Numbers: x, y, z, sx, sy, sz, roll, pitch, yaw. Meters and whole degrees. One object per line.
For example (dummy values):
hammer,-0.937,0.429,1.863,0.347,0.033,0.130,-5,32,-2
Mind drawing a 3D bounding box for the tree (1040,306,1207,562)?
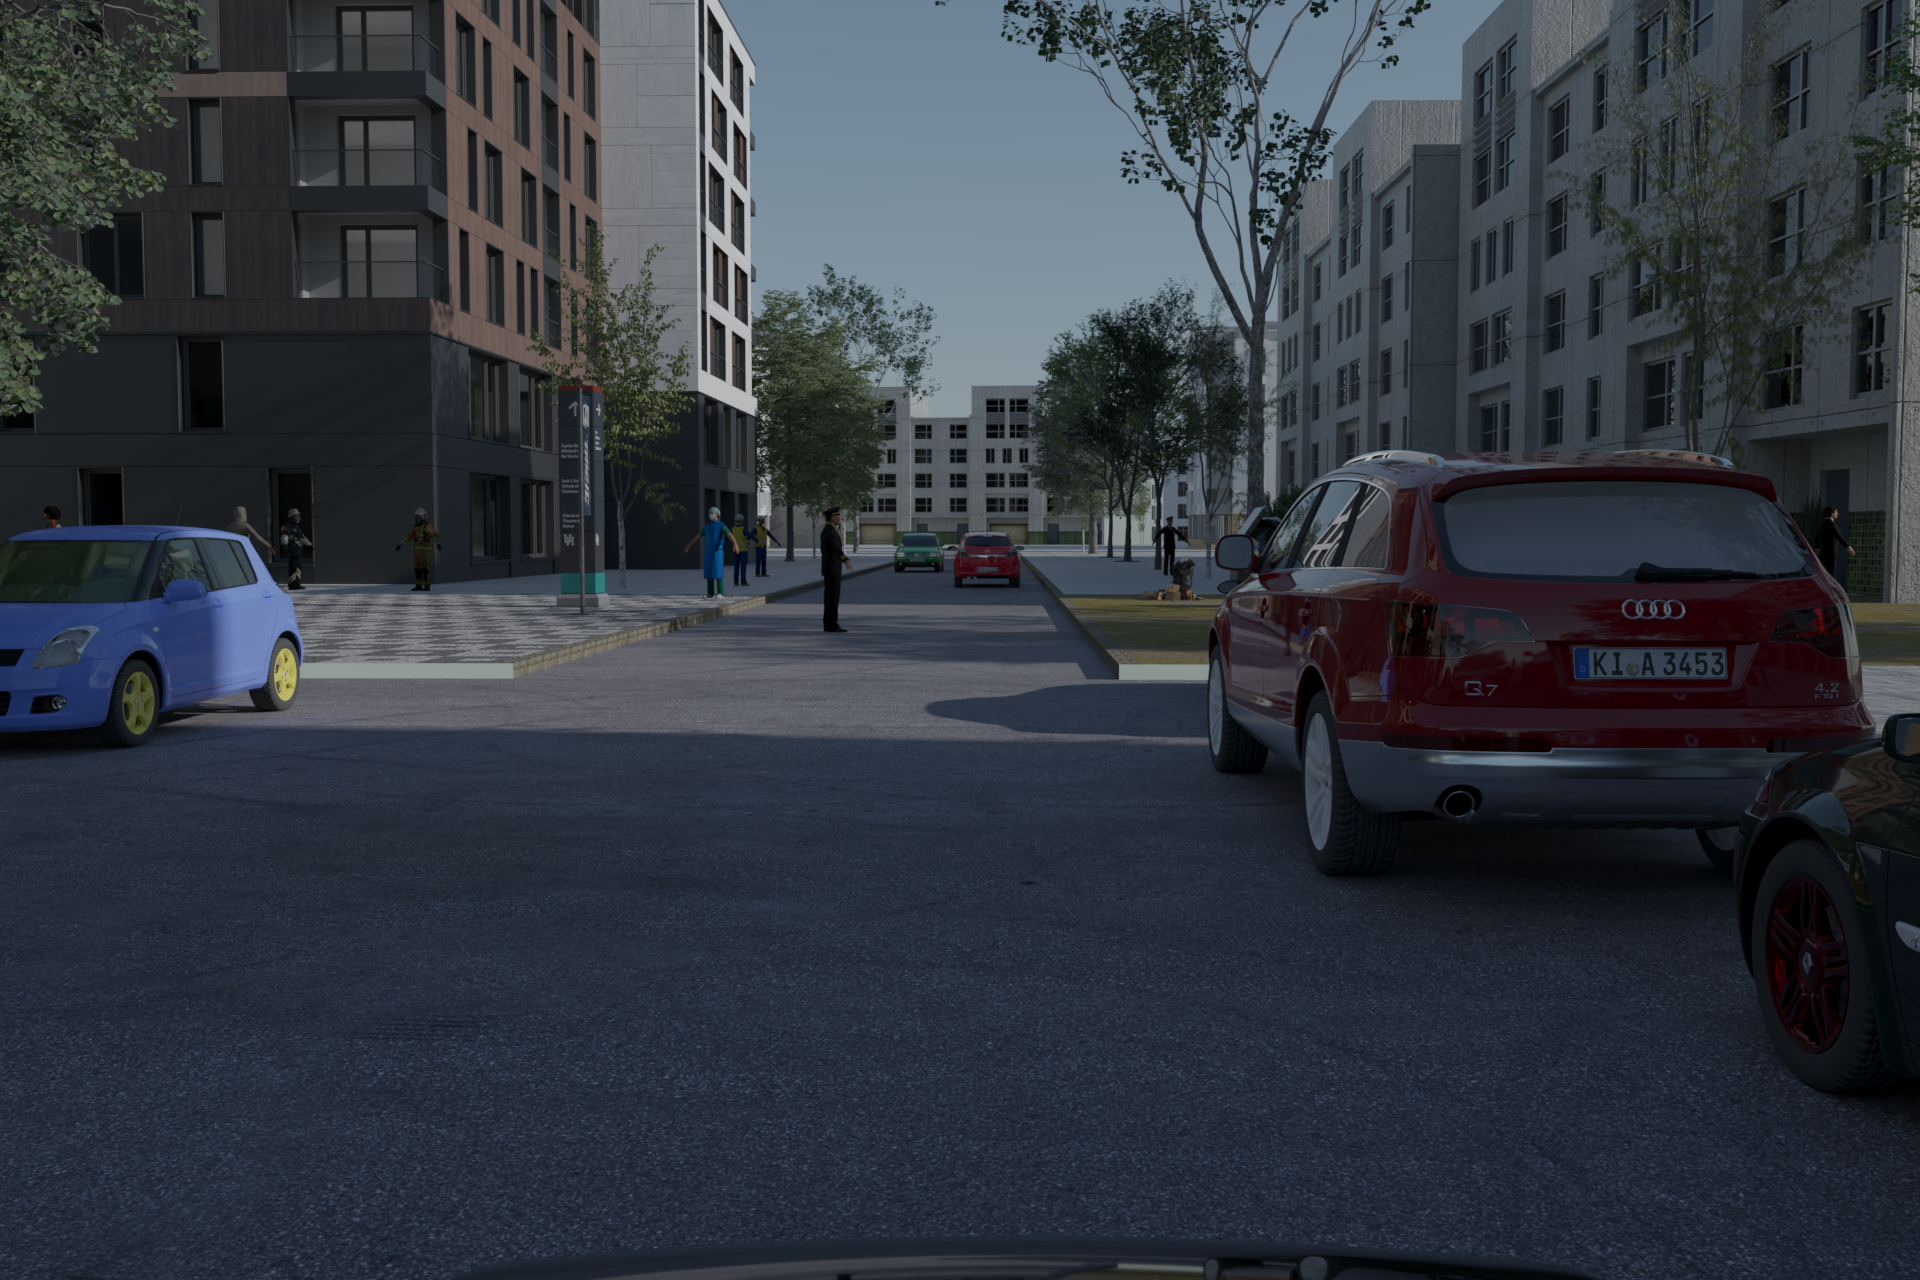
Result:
tree,7.642,-9.403,79.493,9.928,11.665,9.643,0,3,0

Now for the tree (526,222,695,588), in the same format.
tree,-8.064,-5.541,40.961,4.737,8.622,4.395,0,3,0

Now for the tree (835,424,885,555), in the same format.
tree,-7.406,-9.588,107.118,4.360,8.622,3.978,0,3,0

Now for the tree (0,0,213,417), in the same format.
tree,-11.792,-6.666,15.639,9.857,13.997,8.962,0,3,0

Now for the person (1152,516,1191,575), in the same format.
person,6.512,-2.920,53.681,1.347,1.837,0.705,-1,4,-21

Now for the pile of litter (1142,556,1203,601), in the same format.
pile of litter,4.136,-1.215,33.824,1.176,0.858,1.719,0,4,1

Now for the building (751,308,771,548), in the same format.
building,-22.491,-17.628,144.632,16.016,20.090,11.380,0,4,1

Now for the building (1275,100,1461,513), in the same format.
building,25.358,-13.013,79.214,16.747,18.905,31.486,0,4,1

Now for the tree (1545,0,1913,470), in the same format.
tree,9.380,-4.409,22.447,4.360,8.622,3.978,0,3,0

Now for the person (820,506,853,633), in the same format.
person,-1.843,-1.036,25.328,0.705,1.837,1.347,-1,4,-19

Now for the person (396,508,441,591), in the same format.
person,-12.140,-2.032,38.991,1.354,1.858,0.705,2,4,28

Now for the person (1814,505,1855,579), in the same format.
person,16.039,-1.573,31.905,0.705,1.806,1.347,0,4,1

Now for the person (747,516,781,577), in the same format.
person,-5.945,-2.810,51.920,0.705,1.833,1.349,3,5,42

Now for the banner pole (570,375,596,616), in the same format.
banner pole,-5.979,-2.298,27.586,0.401,3.779,0.863,0,4,2

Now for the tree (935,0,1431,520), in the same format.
tree,5.182,-11.157,38.308,12.611,20.169,13.585,0,3,0

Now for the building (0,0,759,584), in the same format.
building,-23.349,-13.216,60.063,27.936,21.610,32.646,0,4,2

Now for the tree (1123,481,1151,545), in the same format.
tree,22.055,-15.790,208.528,4.360,8.622,3.978,0,3,0

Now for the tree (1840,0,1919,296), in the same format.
tree,16.718,-6.021,24.195,9.928,11.665,9.643,0,3,0

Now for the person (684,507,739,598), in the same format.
person,-4.931,-1.743,34.627,1.347,1.817,0.704,2,4,30

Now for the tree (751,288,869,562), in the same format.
tree,-8.098,-9.962,81.000,7.486,12.596,7.792,0,3,0

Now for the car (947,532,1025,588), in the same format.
car,0.727,-2.376,47.890,2.155,1.783,4.494,0,3,0

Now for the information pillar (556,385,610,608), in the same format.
information pillar,-6.661,-2.516,30.514,0.750,3.857,0.750,0,4,3

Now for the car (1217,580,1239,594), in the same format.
car,3.179,-0.133,14.179,2.014,1.417,4.499,0,4,1

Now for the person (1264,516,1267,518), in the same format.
person,7.018,-2.049,40.308,0.721,1.733,1.217,2,4,27

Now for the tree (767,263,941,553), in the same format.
tree,-7.203,-16.177,120.381,12.611,20.169,13.585,0,3,0

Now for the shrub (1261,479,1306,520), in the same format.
shrub,4.562,-1.163,23.434,1.690,2.028,1.600,0,3,0

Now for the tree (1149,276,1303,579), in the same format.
tree,7.040,-6.081,49.792,4.360,8.622,3.978,0,3,0

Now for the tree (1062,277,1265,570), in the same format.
tree,7.376,-7.809,62.097,7.601,10.594,8.767,-3,5,-43

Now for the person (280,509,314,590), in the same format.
person,-15.297,-2.085,39.876,0.705,1.856,1.354,0,4,6

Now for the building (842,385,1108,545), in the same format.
building,2.275,-21.063,213.287,31.486,18.905,16.747,0,4,6

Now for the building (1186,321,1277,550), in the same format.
building,25.493,-18.236,154.577,16.016,20.090,11.380,0,4,1

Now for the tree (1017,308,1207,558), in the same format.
tree,8.241,-11.183,93.215,12.009,13.543,11.850,0,3,0

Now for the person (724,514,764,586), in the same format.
person,-5.421,-2.237,43.032,1.216,1.772,0.721,2,4,25

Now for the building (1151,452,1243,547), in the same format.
building,24.768,-14.137,173.290,9.099,9.664,28.070,0,4,1

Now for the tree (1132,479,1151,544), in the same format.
tree,22.487,-16.124,213.991,4.737,8.622,4.395,0,3,0

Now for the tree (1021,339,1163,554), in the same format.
tree,8.601,-12.555,111.924,9.857,13.997,8.962,0,3,0

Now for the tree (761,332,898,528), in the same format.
tree,-7.308,-10.974,97.554,7.486,12.596,7.792,0,3,0

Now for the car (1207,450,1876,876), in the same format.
car,2.522,-0.007,8.793,2.281,1.827,5.304,0,4,1

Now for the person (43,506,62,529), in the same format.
person,-17.477,-1.660,33.284,0.704,1.843,1.345,-1,4,-8

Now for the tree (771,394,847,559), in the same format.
tree,-7.386,-8.503,89.392,4.360,8.622,3.978,0,3,0

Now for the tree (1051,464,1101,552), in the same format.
tree,8.945,-10.522,122.396,4.360,8.622,3.978,0,3,0

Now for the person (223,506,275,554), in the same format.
person,-13.832,-1.666,33.368,1.348,1.813,0.705,1,4,16

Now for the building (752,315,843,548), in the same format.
building,-21.490,-20.688,169.176,19.493,23.208,18.063,0,4,1

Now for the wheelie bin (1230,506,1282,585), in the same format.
wheelie bin,3.470,-0.745,20.094,0.693,1.594,0.980,0,4,0

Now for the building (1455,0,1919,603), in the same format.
building,26.063,-11.046,47.059,16.747,18.905,31.486,0,4,2

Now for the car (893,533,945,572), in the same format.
car,-1.545,-3.511,66.207,1.959,1.807,4.718,0,4,1

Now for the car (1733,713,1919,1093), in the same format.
car,3.014,0.401,3.239,2.009,1.686,4.222,0,4,1

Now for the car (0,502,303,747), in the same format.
car,-6.324,-0.194,12.767,1.945,1.707,3.694,0,4,2
